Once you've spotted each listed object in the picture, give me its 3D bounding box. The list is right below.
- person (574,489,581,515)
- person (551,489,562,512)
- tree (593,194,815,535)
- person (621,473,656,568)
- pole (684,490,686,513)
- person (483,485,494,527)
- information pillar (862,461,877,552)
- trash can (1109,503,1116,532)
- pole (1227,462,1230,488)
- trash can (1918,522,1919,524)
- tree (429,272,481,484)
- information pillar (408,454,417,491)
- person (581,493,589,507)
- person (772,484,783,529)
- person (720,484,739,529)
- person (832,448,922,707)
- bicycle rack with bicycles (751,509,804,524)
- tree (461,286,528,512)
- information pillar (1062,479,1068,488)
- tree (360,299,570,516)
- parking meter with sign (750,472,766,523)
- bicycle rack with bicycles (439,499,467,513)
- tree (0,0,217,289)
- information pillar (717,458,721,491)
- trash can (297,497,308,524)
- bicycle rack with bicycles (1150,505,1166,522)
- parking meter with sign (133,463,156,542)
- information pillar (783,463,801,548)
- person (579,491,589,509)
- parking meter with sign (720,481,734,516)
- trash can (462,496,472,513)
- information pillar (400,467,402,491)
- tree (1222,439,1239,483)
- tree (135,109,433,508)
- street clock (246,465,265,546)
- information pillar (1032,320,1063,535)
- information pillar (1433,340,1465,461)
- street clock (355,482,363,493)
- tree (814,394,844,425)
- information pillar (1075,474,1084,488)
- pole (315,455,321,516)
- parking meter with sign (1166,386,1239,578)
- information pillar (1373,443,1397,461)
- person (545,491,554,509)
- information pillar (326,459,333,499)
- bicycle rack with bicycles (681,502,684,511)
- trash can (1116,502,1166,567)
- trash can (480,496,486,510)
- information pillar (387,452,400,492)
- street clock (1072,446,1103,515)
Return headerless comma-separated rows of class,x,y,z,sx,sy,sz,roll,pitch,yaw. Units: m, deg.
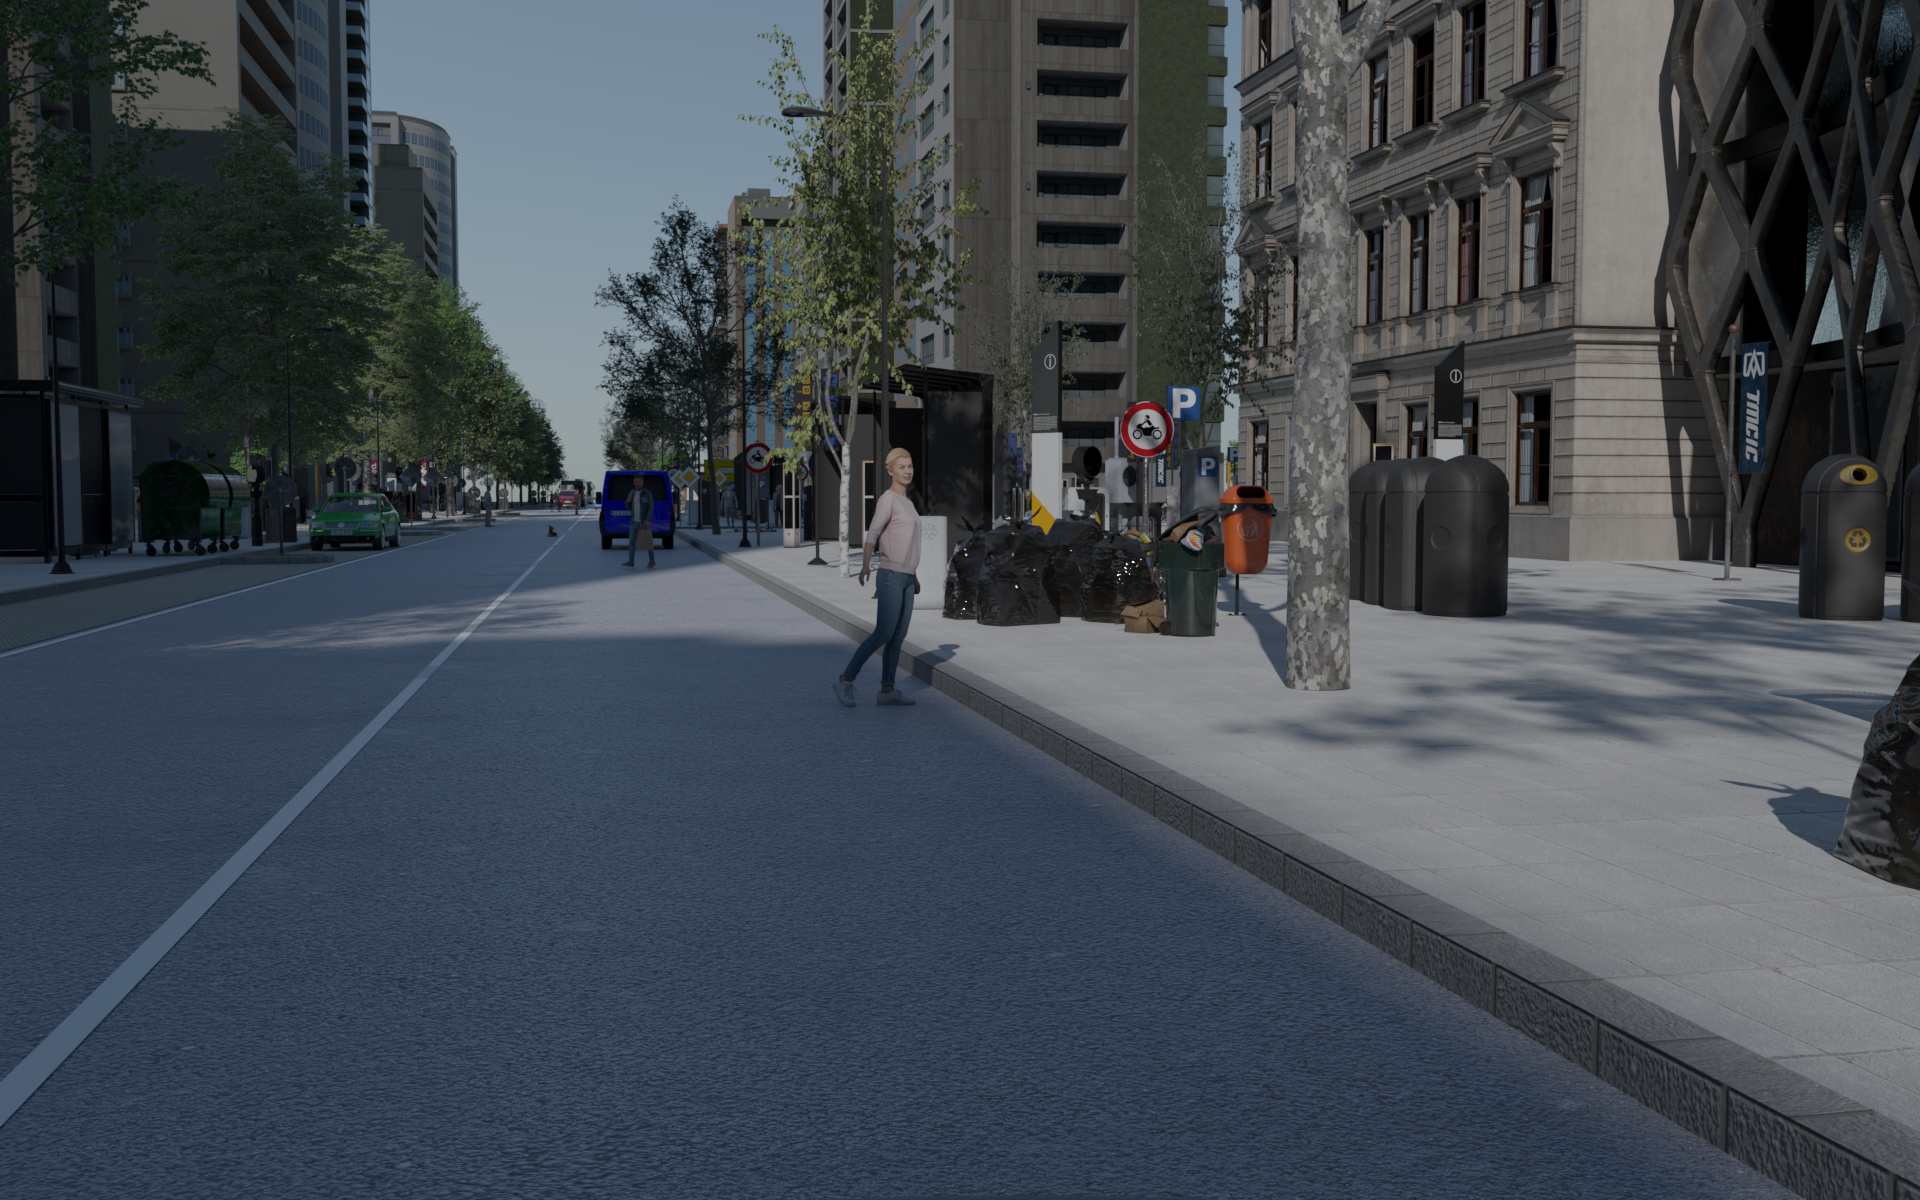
person,-26.780,-6.898,121.490,0.583,1.804,0.606,-3,5,-41
person,-32.367,-7.981,138.951,0.822,1.834,0.622,0,4,6
tree,-8.050,-7.347,54.535,7.601,10.594,8.767,0,4,-2
person,-6.120,-1.516,33.278,0.794,1.824,0.713,3,5,39
pole,-19.045,-7.733,120.285,0.158,3.312,0.155,0,3,0
person,-20.712,-4.123,76.017,0.391,1.810,0.635,-2,4,-25
information pillar,-2.011,-2.077,38.454,0.304,2.012,0.304,0,4,-7
trash can,4.734,-2.576,53.764,0.748,1.137,0.748,0,3,0
pole,12.909,-5.467,83.229,0.158,3.312,0.155,0,3,0
trash can,5.321,0.170,8.881,0.748,1.137,0.748,0,3,0
tree,-24.607,-9.465,72.882,7.486,12.596,7.792,0,3,0
information pillar,-28.153,-5.983,89.169,0.504,3.616,0.183,-1,4,-21
person,-41.904,-11.237,192.218,1.348,1.826,0.705,-1,4,-20
person,-6.769,-3.487,65.688,0.709,1.800,0.728,0,4,4
person,-9.028,-3.623,67.862,0.709,1.813,0.853,0,4,-8
person,-0.575,-0.154,11.690,0.598,1.740,0.731,0,4,7
bicycle rack with bicycles,-7.341,-3.735,74.450,2.925,0.926,2.852,0,4,2
tree,-25.647,-9.563,82.107,9.928,11.665,9.643,0,3,0
information pillar,5.218,-5.053,87.107,0.304,2.012,0.304,-1,4,-19
tree,-29.702,-11.214,100.349,9.611,12.733,9.660,0,3,0
parking meter with sign,-8.954,-4.940,77.022,0.543,3.016,1.738,-2,4,-30
bicycle rack with bicycles,-35.229,-6.567,120.747,2.852,0.926,2.925,0,4,5
tree,-13.221,-5.831,21.086,9.928,11.665,9.643,0,3,0
information pillar,-15.805,-7.352,111.552,0.504,3.616,0.183,1,4,11
trash can,-28.609,-3.869,74.912,0.748,1.137,0.748,0,3,0
bicycle rack with bicycles,9.509,-4.185,81.802,2.925,0.926,2.852,3,5,41
parking meter with sign,-22.323,-3.037,45.922,1.738,3.016,0.543,-1,4,-8
information pillar,-3.999,-2.243,41.161,0.304,2.012,0.304,2,4,24
person,-35.838,-9.512,164.734,1.217,1.743,0.721,0,4,-3
parking meter with sign,-13.233,-6.320,99.586,0.543,3.016,1.738,-3,5,-43
trash can,-33.112,-6.414,116.525,0.748,1.137,0.748,0,3,0
information pillar,-42.969,-8.646,132.720,0.504,3.616,0.183,1,4,15
tree,14.548,-6.241,85.761,4.285,4.588,4.351,0,3,0
tree,-20.821,-8.205,52.286,7.486,12.596,7.792,0,3,0
street clock,-17.292,-2.324,42.562,0.471,2.002,0.358,3,4,36
information pillar,1.193,-1.967,23.522,0.504,3.616,0.183,3,5,44
information pillar,7.425,-2.138,26.313,0.504,3.616,0.183,-1,4,-19
street clock,-37.431,-6.320,107.895,0.358,2.002,0.471,2,4,28
tree,-8.772,-10.369,119.898,4.360,8.622,3.978,0,3,0
information pillar,3.773,-3.002,53.577,0.304,2.012,0.304,-3,5,-44
pole,-29.725,-5.279,80.148,0.158,3.312,0.155,0,3,0
parking meter with sign,3.778,-1.900,27.331,0.543,3.016,1.738,-1,4,-12
information pillar,6.196,-1.272,25.297,0.304,2.012,0.304,1,4,23
person,-38.453,-9.410,163.076,1.217,1.735,0.721,0,4,1
information pillar,-40.550,-7.347,111.478,0.183,3.616,0.504,2,4,28
bicycle rack with bicycles,-19.096,-6.750,123.738,2.852,0.926,2.925,1,4,23
trash can,3.258,-1.159,30.606,0.748,1.137,0.748,0,3,0
trash can,-37.344,-7.609,136.063,0.748,1.137,0.748,0,3,0
information pillar,-29.485,-6.026,89.874,0.504,3.616,0.183,1,4,8
street clock,1.915,-1.319,26.139,0.358,2.002,0.471,3,5,43
